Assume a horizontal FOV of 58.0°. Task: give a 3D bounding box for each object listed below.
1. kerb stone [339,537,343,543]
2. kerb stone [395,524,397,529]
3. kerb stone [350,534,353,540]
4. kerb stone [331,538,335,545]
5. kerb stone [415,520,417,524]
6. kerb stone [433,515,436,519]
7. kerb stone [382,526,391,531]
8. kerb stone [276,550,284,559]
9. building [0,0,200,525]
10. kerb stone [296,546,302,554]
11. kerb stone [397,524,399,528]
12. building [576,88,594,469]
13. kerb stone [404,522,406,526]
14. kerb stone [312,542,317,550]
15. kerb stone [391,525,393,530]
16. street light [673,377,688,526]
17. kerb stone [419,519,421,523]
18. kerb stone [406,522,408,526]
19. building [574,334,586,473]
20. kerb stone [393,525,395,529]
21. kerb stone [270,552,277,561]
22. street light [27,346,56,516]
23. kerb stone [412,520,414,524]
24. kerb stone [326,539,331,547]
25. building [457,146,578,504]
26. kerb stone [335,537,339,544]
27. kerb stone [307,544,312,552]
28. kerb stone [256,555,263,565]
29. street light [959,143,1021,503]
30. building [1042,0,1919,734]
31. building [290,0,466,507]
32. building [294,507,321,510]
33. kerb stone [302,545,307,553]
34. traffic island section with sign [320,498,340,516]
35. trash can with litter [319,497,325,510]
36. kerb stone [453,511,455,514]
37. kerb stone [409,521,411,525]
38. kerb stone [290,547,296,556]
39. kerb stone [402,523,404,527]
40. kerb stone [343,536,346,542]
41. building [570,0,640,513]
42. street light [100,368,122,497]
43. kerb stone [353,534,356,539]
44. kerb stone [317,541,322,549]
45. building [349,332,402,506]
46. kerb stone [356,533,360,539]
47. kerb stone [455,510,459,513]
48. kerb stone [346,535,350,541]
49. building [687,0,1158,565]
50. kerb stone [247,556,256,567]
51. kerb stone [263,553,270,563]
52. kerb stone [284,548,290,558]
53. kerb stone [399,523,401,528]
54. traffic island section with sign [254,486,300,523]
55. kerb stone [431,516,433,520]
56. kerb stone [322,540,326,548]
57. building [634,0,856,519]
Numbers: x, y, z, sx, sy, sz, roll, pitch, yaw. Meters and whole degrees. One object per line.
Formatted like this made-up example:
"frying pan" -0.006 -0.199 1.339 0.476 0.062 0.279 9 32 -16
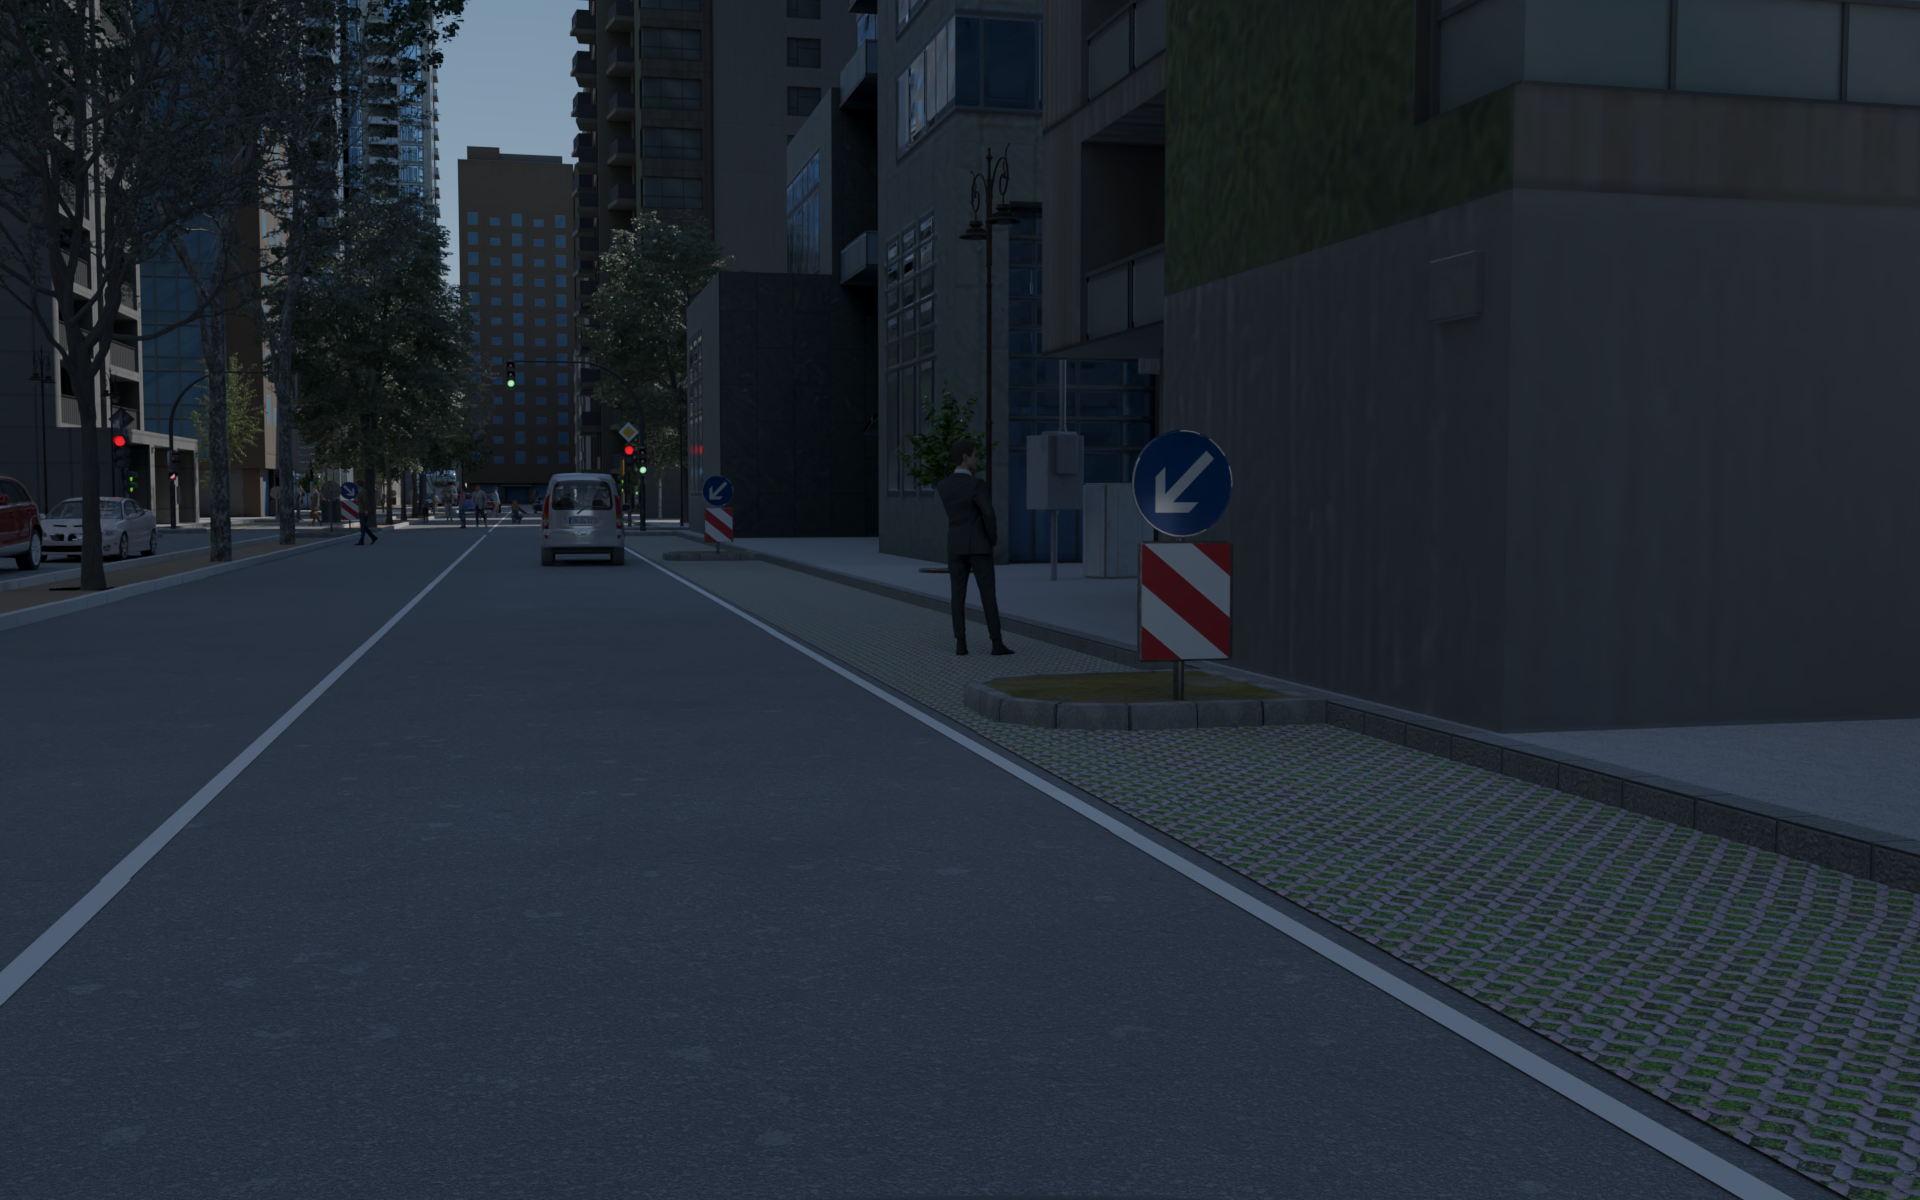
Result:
"kerb stone" -18.029 -1.703 50.034 0.120 0.150 1.000 -1 4 -14
"kerb stone" -23.088 -2.950 70.432 0.120 0.150 1.000 -1 4 -14
"kerb stone" -18.768 -1.885 53.016 0.120 0.150 1.000 -1 4 -14
"kerb stone" -17.537 -1.579 48.044 0.120 0.150 1.000 -1 4 -14
"kerb stone" -26.072 -3.682 82.401 0.120 0.150 1.000 -1 4 -14
"kerb stone" -30.283 -4.718 99.342 0.120 0.150 1.000 -1 4 -14
"kerb stone" -22.360 -2.765 67.450 0.120 0.150 1.000 -1 4 -14
"kerb stone" -15.063 -0.973 38.102 0.120 0.150 1.000 -1 4 -14
"building" -43.113 -38.584 69.109 20.563 71.187 20.611 -1 4 -14
"kerb stone" -15.804 -1.155 41.079 0.120 0.150 1.000 -1 4 -14
"kerb stone" -23.346 -3.011 71.421 0.120 0.150 1.000 -1 4 -14
"building" -32.021 -32.475 181.084 14.600 45.320 14.200 -1 4 -14
"kerb stone" -24.335 -3.252 75.413 0.120 0.150 1.000 -1 4 -14
"kerb stone" -16.546 -1.337 44.058 0.120 0.150 1.000 -1 4 -14
"kerb stone" -22.602 -2.829 68.443 0.120 0.150 1.000 -1 4 -14
"street light" -11.032 -5.857 68.549 0.468 5.910 1.993 -1 4 -14
"kerb stone" -26.817 -3.865 85.388 0.120 0.150 1.000 -1 4 -14
"kerb stone" -24.582 -3.316 76.412 0.120 0.150 1.000 -1 4 -14
"building" -30.956 -21.973 204.293 27.650 21.520 28.899 -1 4 -14
"kerb stone" -22.850 -2.887 69.435 0.120 0.150 1.000 -1 4 -14
"kerb stone" -14.816 -0.903 37.102 0.120 0.150 1.000 -1 4 -14
"street light" -28.741 -4.989 54.355 0.468 5.910 1.993 -1 4 -14
"kerb stone" -25.574 -3.560 80.394 0.120 0.150 1.000 -1 4 -14
"kerb stone" -17.282 -1.518 47.042 0.120 0.150 1.000 -1 4 -14
"building" -57.863 -35.289 227.085 14.200 45.320 14.600 -1 4 -14
"kerb stone" -17.775 -1.642 49.038 0.120 0.150 1.000 -1 4 -14
"kerb stone" -16.294 -1.272 43.067 0.120 0.150 1.000 -1 4 -14
"kerb stone" -14.323 -0.790 35.110 0.120 0.150 1.000 -1 4 -14
"street light" 0.390 -3.088 23.271 0.468 5.910 1.993 -1 4 -14
"building" 8.062 -20.350 16.321 14.154 41.232 14.086 -1 4 -14
"building" -80.953 -55.751 224.204 31.000 86.520 22.319 -1 4 -14
"building" -63.527 -51.007 146.630 22.319 86.520 31.000 -1 4 -14
"kerb stone" -16.047 -1.216 42.072 0.120 0.150 1.000 -1 4 -14
"traffic island section with sign" -41.155 -6.456 114.176 1.989 1.847 2.006 -1 4 -14
"trash can with litter" -49.673 -7.529 134.490 1.055 1.170 0.624 -2 4 -26
"kerb stone" -36.463 -6.239 124.239 0.120 0.150 1.000 -1 4 -14
"kerb stone" -25.080 -3.438 78.407 0.120 0.150 1.000 -1 4 -14
"kerb stone" -15.554 -1.088 40.086 0.120 0.150 1.000 -1 4 -14
"kerb stone" -24.087 -3.191 74.414 0.120 0.150 1.000 -1 4 -14
"kerb stone" -18.267 -1.763 51.028 0.120 0.150 1.000 -1 4 -14
"building" -17.304 -28.984 128.514 22.147 44.769 28.867 -1 4 -14
"street light" -30.982 -5.536 63.306 0.468 5.910 1.993 -1 4 -14
"kerb stone" -19.021 -1.946 54.012 0.120 0.150 1.000 -1 4 -14
"kerb stone" -16.796 -1.395 45.049 0.120 0.150 1.000 -1 4 -14
"building" -78.347 -21.271 192.826 28.899 21.520 27.650 -1 4 -14
"kerb stone" -19.263 -2.006 55.012 0.120 0.150 1.000 -1 4 -14
"kerb stone" -38.684 -6.782 133.188 0.120 0.150 1.000 -1 4 -14
"kerb stone" -18.522 -1.820 52.018 0.120 0.150 1.000 -1 4 -14
"building" 5.074 -44.828 45.608 22.319 86.520 31.000 -1 4 -14
"kerb stone" -14.065 -0.728 34.105 0.120 0.150 1.000 -1 4 -14
"kerb stone" -14.574 -0.844 36.108 0.120 0.150 1.000 -1 4 -14
"kerb stone" -15.308 -1.034 39.094 0.120 0.150 1.000 -1 4 -14
"kerb stone" -23.586 -3.070 72.415 0.120 0.150 1.000 -1 4 -14
"traffic island section with sign" -34.597 -4.840 87.766 1.989 1.847 2.006 -1 4 -14
"kerb stone" -29.533 -4.536 96.352 0.120 0.150 1.000 -1 4 -14
"kerb stone" -17.042 -1.458 46.041 0.120 0.150 1.000 -1 4 -14
"building" -11.191 -19.925 97.481 14.160 30.474 14.107 -1 4 -14
